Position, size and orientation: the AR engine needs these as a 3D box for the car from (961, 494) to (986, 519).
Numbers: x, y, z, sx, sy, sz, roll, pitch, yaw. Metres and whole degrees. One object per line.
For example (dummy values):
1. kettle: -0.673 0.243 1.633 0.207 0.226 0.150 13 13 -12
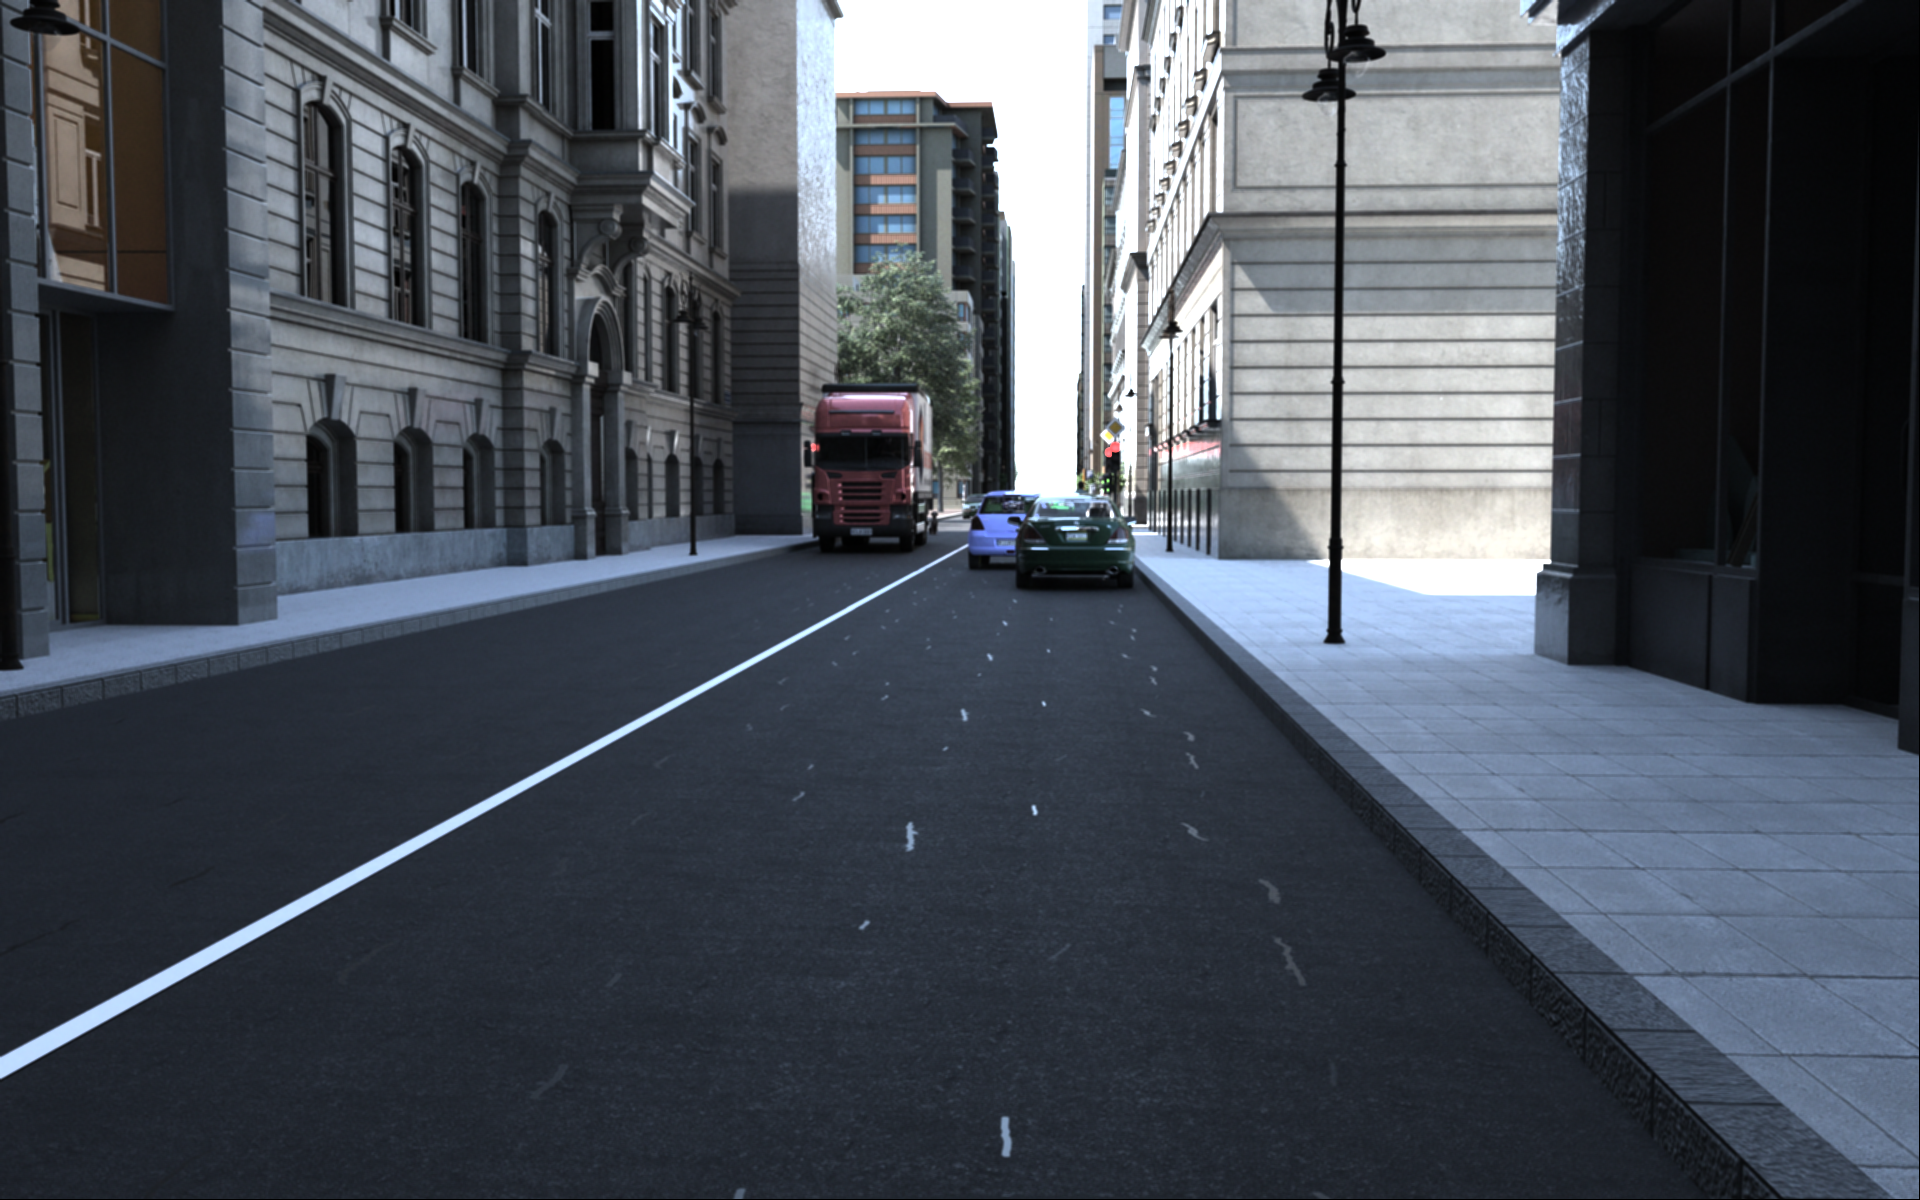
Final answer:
1. car: 1.099 -5.573 100.905 2.009 1.686 4.222 0 4 4

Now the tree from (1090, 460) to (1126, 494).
1. tree: 7.615 -5.564 85.573 1.663 3.219 1.824 0 3 0

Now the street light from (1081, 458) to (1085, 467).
1. street light: 12.608 -12.290 173.723 0.468 5.910 1.993 0 4 3

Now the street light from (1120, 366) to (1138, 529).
1. street light: 6.156 -5.492 62.578 0.468 5.910 1.993 0 4 3

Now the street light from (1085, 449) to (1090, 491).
1. street light: 11.251 -10.825 149.778 0.468 5.910 1.993 0 4 3

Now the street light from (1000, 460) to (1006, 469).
1. street light: 5.891 -15.803 231.169 0.468 5.910 1.993 0 4 3

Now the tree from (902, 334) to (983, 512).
1. tree: -1.675 -12.443 121.563 7.486 12.596 7.792 0 3 0

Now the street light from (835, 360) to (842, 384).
1. street light: -4.192 -5.332 59.968 0.468 5.910 1.993 0 4 3

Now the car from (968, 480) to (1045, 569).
1. car: 1.120 -1.517 34.400 1.945 1.707 3.694 0 4 5

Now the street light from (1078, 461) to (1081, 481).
1. street light: 14.074 -13.773 197.968 0.468 5.910 1.993 0 4 3

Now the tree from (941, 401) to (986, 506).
1. tree: 0.214 -11.386 136.526 4.360 8.622 3.978 0 3 0

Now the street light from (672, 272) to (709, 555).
1. street light: -5.607 -3.881 36.235 0.468 5.910 1.993 0 4 3

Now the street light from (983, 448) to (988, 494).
1. street light: 2.509 -12.178 171.896 0.468 5.910 1.993 0 4 3

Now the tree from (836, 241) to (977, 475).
1. tree: -3.668 -11.155 89.043 9.857 13.997 8.962 0 3 0

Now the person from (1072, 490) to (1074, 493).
1. person: 9.468 -8.454 147.167 0.683 1.767 0.568 0 4 4

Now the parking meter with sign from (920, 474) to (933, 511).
1. parking meter with sign: -2.947 -8.335 132.538 1.738 3.016 0.543 0 3 0

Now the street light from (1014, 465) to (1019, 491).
1. street light: 8.771 -18.706 278.633 0.468 5.910 1.993 0 4 3

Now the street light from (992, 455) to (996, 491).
1. street light: 3.862 -13.640 195.796 0.468 5.910 1.993 0 4 3

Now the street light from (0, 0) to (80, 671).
1. street light: -6.956 -2.429 12.498 0.468 5.910 1.993 0 4 3

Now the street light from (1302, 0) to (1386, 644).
1. street light: 3.228 -2.567 14.756 0.468 5.910 1.993 0 4 3

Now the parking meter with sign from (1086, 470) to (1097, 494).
1. parking meter with sign: 9.666 -7.937 126.031 0.543 3.016 1.738 -1 4 -13

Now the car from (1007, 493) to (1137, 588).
1. car: 1.818 -0.985 27.910 2.131 1.459 4.920 0 4 2

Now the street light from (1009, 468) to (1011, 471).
1. street light: 7.378 -17.255 254.898 0.468 5.910 1.993 0 4 3

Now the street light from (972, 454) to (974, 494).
1. street light: 1.089 -10.726 148.163 0.468 5.910 1.993 0 4 3

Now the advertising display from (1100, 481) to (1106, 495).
1. advertising display: 6.685 -4.644 81.150 0.123 1.923 0.974 0 4 -4

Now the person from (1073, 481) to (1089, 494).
1. person: 3.661 -2.702 52.699 0.660 1.820 0.620 -1 4 -18

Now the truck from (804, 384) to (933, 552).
1. truck: -2.211 -3.511 46.325 2.839 4.237 11.283 0 4 2

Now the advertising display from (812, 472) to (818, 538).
1. advertising display: -4.274 -2.803 51.043 0.123 1.923 0.974 0 4 -1

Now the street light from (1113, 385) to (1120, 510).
1. street light: 6.744 -6.158 73.477 0.468 5.910 1.993 0 4 3

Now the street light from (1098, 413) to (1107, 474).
1. street light: 8.170 -7.610 97.210 0.468 5.910 1.993 0 4 3

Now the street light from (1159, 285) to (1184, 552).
1. street light: 4.679 -4.018 38.487 0.468 5.910 1.993 0 4 3

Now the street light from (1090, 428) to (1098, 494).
1. street light: 9.529 -9.086 121.340 0.468 5.910 1.993 0 4 3
